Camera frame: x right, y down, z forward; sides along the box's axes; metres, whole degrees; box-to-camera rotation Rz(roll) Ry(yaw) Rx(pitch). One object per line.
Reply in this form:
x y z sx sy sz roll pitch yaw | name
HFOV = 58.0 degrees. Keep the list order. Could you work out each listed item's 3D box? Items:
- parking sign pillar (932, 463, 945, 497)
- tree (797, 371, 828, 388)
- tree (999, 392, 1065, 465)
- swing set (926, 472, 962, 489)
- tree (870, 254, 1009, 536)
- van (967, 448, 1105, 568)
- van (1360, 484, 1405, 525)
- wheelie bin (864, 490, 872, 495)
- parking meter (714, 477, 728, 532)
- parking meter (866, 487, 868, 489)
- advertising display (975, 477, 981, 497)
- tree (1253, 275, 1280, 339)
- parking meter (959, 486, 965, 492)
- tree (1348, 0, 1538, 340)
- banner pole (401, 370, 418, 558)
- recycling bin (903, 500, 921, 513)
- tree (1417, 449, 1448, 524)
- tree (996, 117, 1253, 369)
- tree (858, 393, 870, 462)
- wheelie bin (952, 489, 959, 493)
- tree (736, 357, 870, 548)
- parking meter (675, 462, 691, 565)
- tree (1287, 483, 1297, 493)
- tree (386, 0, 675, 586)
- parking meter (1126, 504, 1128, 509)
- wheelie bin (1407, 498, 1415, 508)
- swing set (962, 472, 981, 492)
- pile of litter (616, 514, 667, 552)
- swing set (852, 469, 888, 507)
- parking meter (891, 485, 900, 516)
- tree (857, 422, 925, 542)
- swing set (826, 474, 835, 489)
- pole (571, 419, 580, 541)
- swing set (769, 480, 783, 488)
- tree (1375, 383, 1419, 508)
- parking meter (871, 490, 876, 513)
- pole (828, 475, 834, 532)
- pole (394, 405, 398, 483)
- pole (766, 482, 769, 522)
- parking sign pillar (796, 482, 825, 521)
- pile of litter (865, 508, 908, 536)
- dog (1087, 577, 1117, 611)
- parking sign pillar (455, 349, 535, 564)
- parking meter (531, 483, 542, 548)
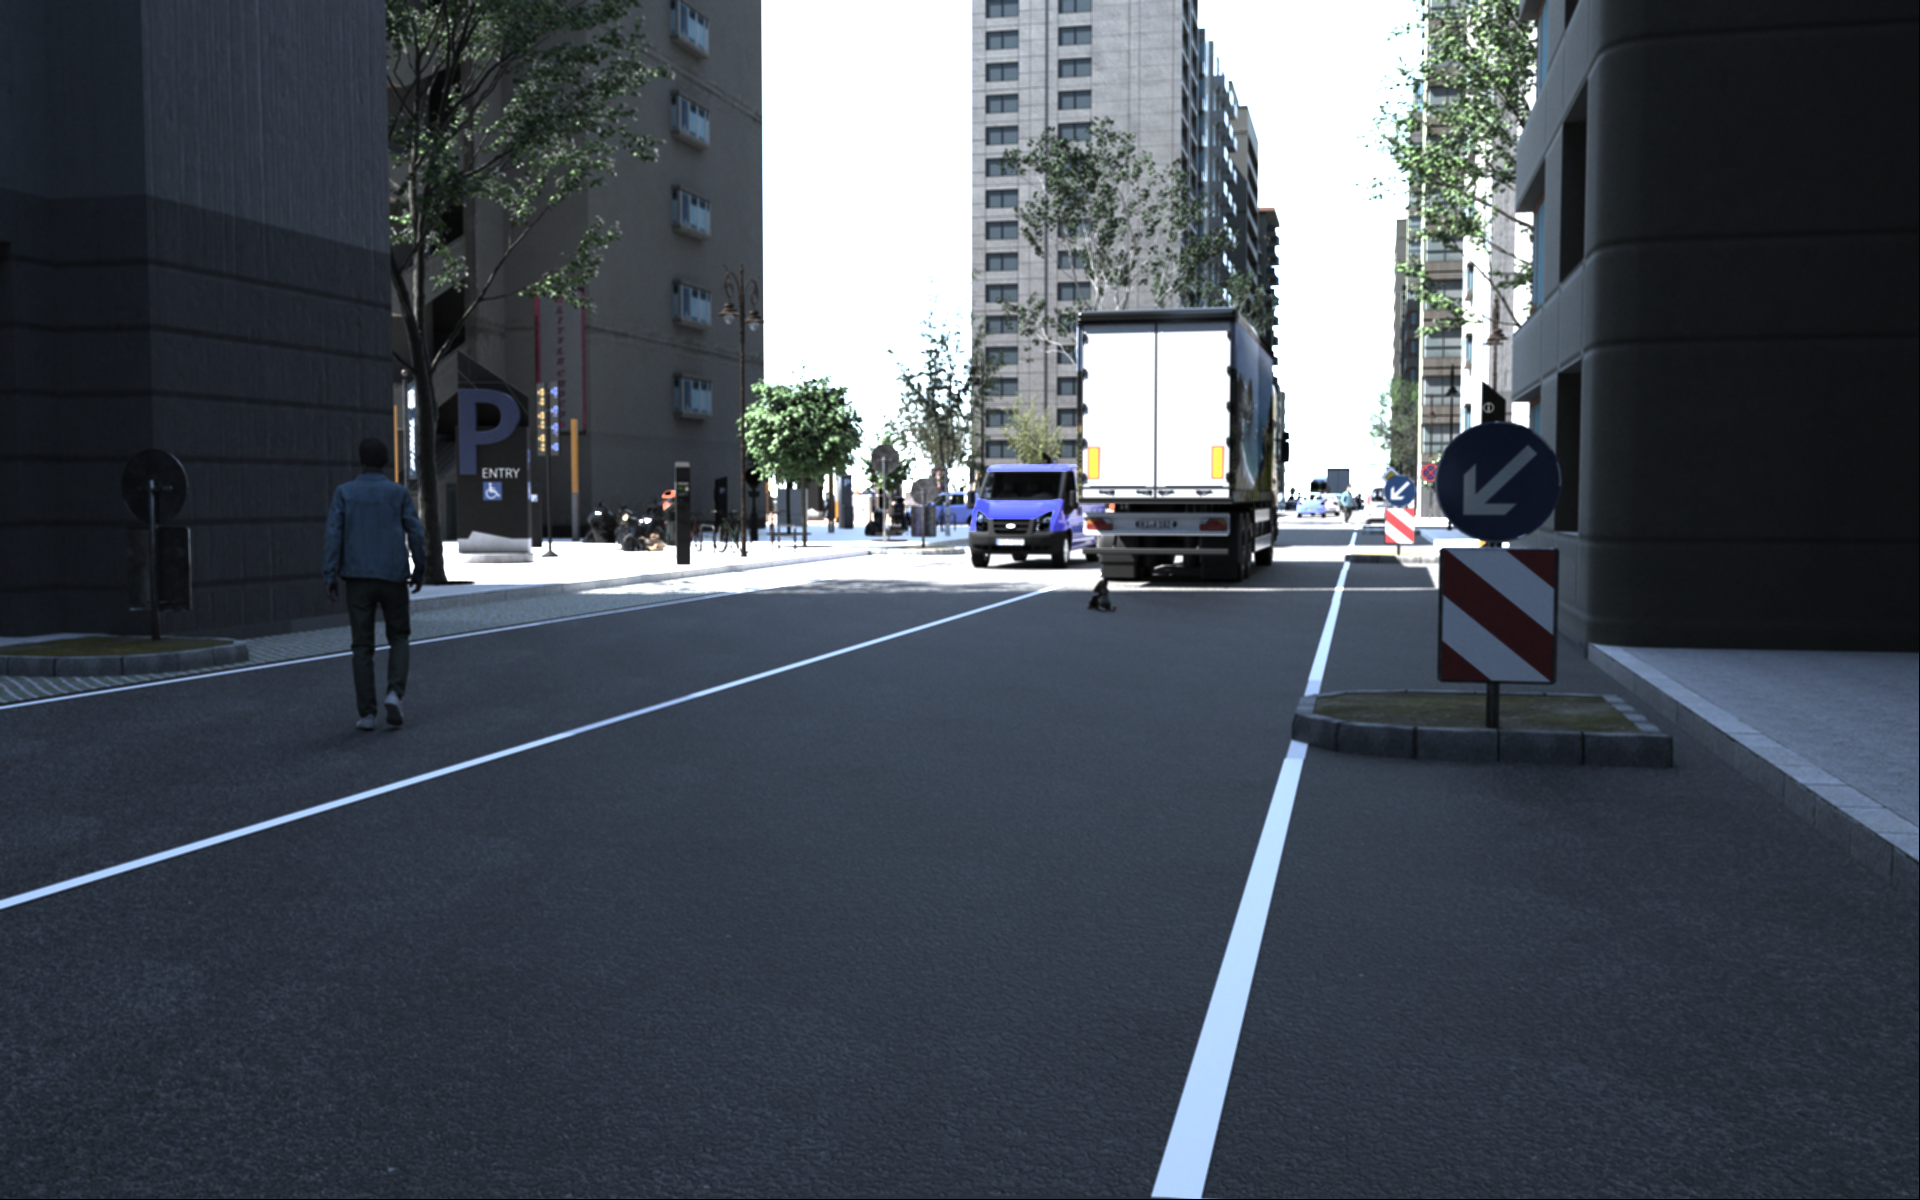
-1.633 -8.494 127.348 1.447 3.967 1.447 -2 4 -32 | parking sign pillar
-8.745 -9.340 103.063 4.737 8.622 4.395 0 3 0 | tree
4.903 -10.679 124.960 4.737 8.622 4.395 0 3 0 | tree
-0.839 -7.680 123.181 3.119 2.851 2.862 0 4 -3 | swing set
-0.388 -6.276 52.969 4.360 8.622 3.978 0 3 0 | tree
1.635 -1.898 35.416 2.240 2.365 5.245 1 4 15 | van
18.241 -4.125 74.452 2.013 2.044 4.112 1 4 12 | van
-6.852 -7.525 130.939 0.693 1.594 0.980 -3 5 -41 | wheelie bin
-8.033 -3.210 58.191 0.399 1.863 0.255 -2 4 -25 | parking meter
-7.598 -8.414 143.281 0.399 1.863 0.255 -3 5 -41 | parking meter
1.151 -4.246 74.629 0.974 1.923 0.123 0 4 7 | advertising display
17.731 -17.115 135.716 12.611 20.169 13.585 0 3 0 | tree
0.103 -6.866 117.974 0.399 1.863 0.255 0 4 -4 | parking meter
9.985 -6.269 28.246 9.928 11.665 9.643 0 3 0 | tree
-11.032 -2.736 34.746 0.401 3.779 0.863 -3 4 -36 | banner pole
-2.178 -4.061 78.954 0.722 1.027 0.722 0 4 6 | recycling bin
20.650 -4.922 75.077 1.663 3.219 1.824 0 3 0 | tree
7.758 -14.021 85.133 12.611 20.169 13.585 0 3 0 | tree
-5.628 -10.574 123.243 4.360 8.622 3.978 0 3 0 | tree
-0.294 -6.370 112.053 0.693 1.594 0.980 -2 4 -27 | wheelie bin
-3.762 -3.548 41.719 4.285 4.588 4.351 0 3 0 | tree
-5.009 -1.566 31.311 0.255 1.863 0.399 -1 4 -12 | parking meter
58.107 -18.826 302.401 1.663 3.219 1.824 0 3 0 | tree
-7.657 -6.032 24.379 9.928 11.665 9.643 0 3 0 | tree
14.300 -8.687 147.738 0.255 1.863 0.399 1 4 17 | parking meter
33.451 -7.390 128.734 0.693 1.594 0.980 0 4 5 | wheelie bin
2.386 -7.398 118.583 3.119 2.851 2.862 2 4 32 | swing set
-7.188 -1.529 38.963 1.176 0.858 1.719 0 4 -4 | pile of litter
-4.997 -6.876 110.048 3.119 2.851 2.862 0 4 2 | swing set
-3.022 -4.610 81.092 0.399 1.863 0.255 1 4 18 | parking meter
-2.033 -3.170 46.425 1.663 3.219 1.824 0 3 0 | tree
-9.573 -8.502 136.623 2.862 2.851 3.119 2 4 28 | swing set
-10.440 -3.250 46.983 0.158 3.312 0.155 0 3 0 | pole
-10.070 -5.294 84.169 3.119 2.851 2.862 2 4 24 | swing set
28.918 -9.837 111.202 4.360 8.622 3.978 0 3 0 | tree
-5.998 -6.846 120.348 0.372 1.533 0.369 0 3 0 | parking meter
-4.322 -3.926 58.029 0.158 3.312 0.155 0 3 0 | pole
-13.024 -2.812 39.821 0.158 3.312 0.155 0 3 0 | pole
-8.776 -5.191 78.717 0.158 3.312 0.155 0 3 0 | pole
-7.206 -5.782 83.000 1.447 3.967 1.447 2 4 29 | parking sign pillar
-2.257 -2.430 53.688 1.719 0.858 1.176 -3 5 -39 | pile of litter
1.822 -0.081 21.516 0.550 0.427 0.748 2 4 33 | dog
-8.688 -2.678 32.260 1.447 3.967 1.447 0 4 -5 | parking sign pillar
-10.207 -2.024 41.505 0.372 1.533 0.369 0 3 0 | parking meter
